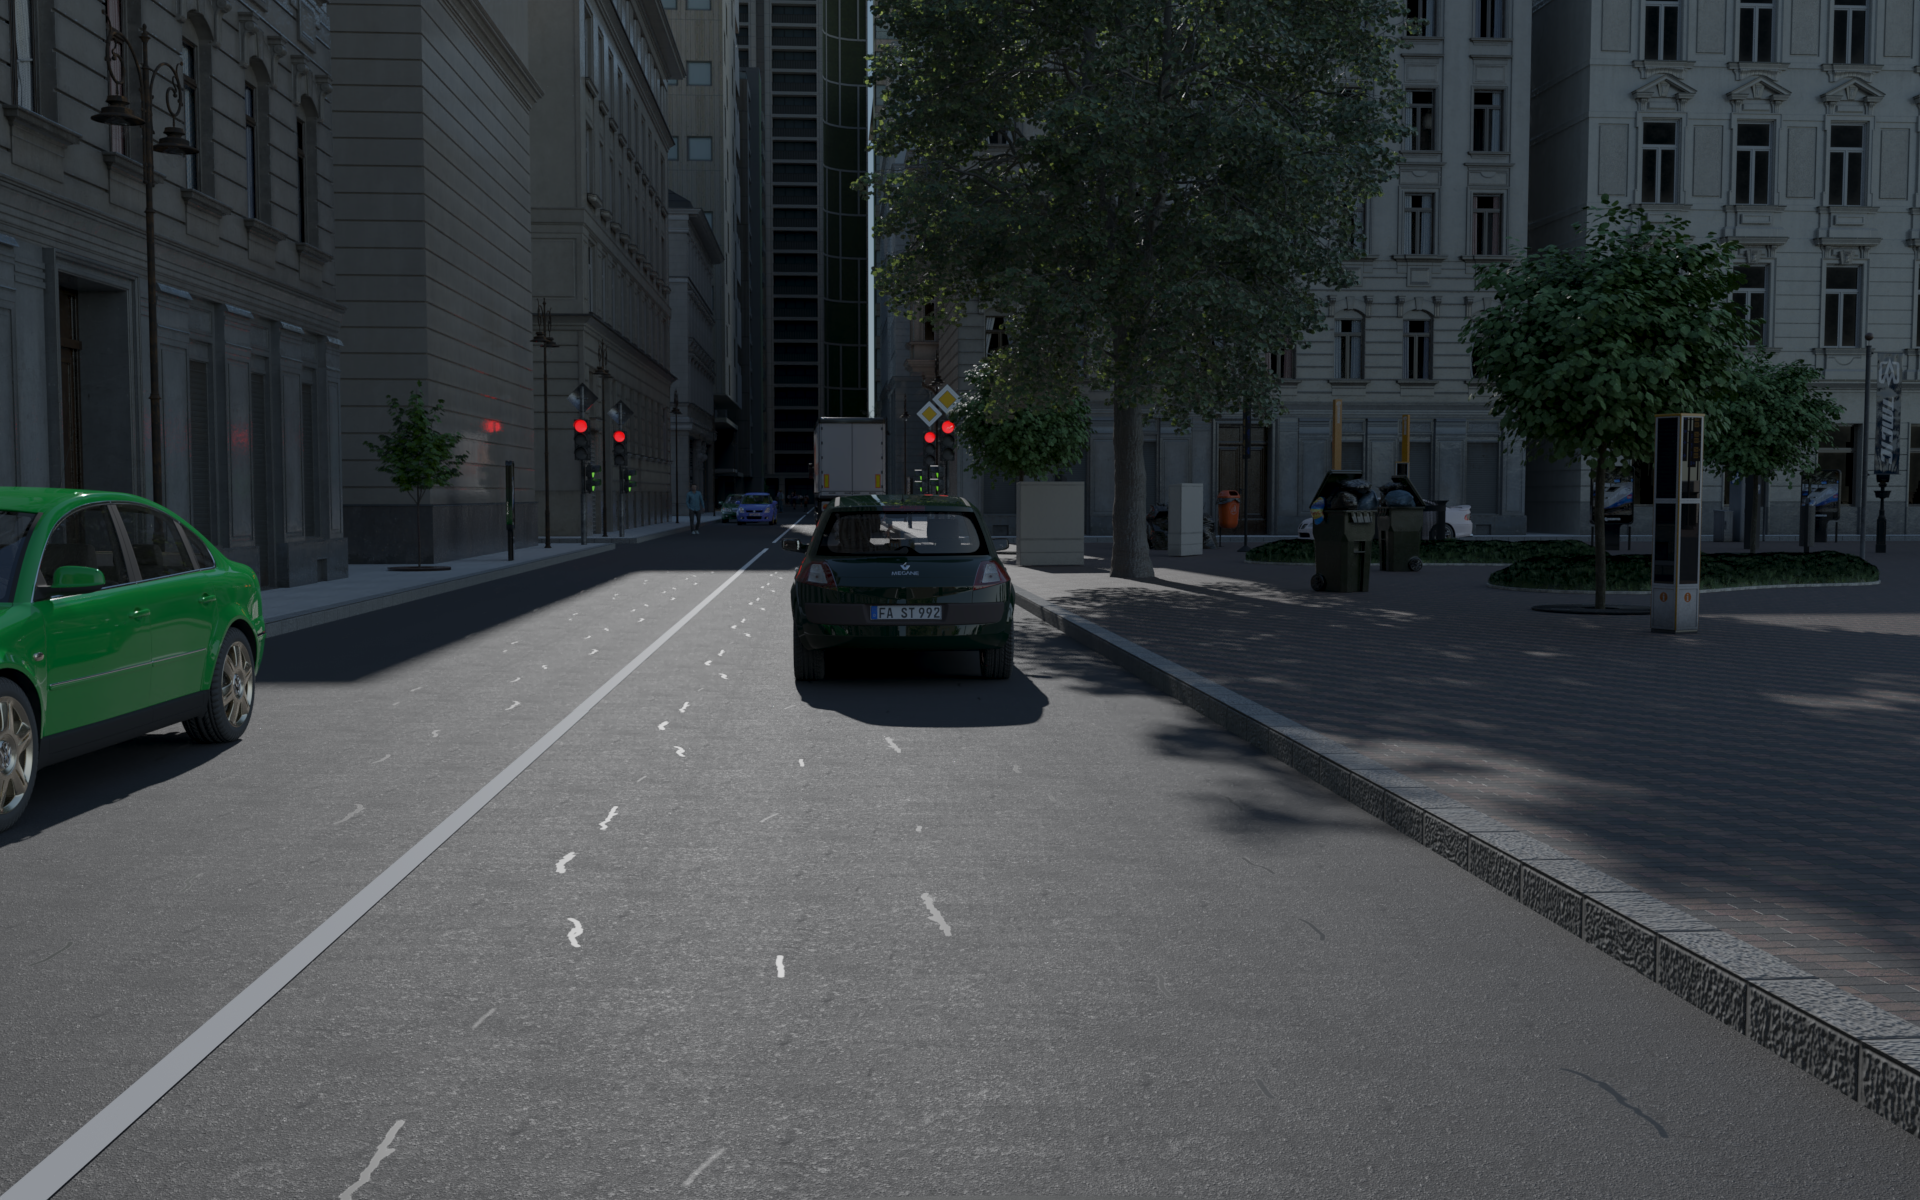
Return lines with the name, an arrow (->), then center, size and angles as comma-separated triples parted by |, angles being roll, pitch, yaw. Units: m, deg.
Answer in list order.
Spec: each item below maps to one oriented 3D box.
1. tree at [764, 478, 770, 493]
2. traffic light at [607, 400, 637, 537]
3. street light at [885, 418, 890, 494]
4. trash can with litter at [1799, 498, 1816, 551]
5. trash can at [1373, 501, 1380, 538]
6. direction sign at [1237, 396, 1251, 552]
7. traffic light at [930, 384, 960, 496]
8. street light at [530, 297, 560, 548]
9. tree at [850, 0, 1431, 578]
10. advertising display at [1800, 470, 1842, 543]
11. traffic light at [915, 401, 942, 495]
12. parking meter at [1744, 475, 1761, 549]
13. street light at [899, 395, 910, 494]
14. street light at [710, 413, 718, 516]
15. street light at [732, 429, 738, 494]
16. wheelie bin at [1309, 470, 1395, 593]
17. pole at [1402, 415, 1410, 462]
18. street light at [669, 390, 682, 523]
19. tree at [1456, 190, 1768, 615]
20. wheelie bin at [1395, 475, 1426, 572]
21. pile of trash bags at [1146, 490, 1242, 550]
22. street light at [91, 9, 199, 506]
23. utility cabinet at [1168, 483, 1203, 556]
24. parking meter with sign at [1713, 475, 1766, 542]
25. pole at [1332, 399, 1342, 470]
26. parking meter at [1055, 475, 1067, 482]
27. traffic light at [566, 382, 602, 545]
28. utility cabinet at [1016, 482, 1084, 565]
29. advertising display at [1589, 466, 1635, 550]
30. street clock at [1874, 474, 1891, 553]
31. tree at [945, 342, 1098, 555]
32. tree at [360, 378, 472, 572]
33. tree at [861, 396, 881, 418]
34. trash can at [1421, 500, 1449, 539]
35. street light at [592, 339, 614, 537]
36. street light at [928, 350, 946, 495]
tree -> -19.567, -10.881, 172.503 | 1.663, 3.219, 1.824 | 0, 3, 0
traffic light -> -10.078, -3.832, 51.581 | 0.839, 4.253, 0.868 | 0, 4, -4
street light -> -4.356, -7.974, 103.166 | 0.468, 5.910, 1.993 | 0, 4, -4
trash can with litter -> 15.527, -1.248, 31.457 | 1.678, 1.210, 2.233 | 2, 4, 29
trash can -> 8.510, -1.515, 36.416 | 0.748, 1.137, 0.748 | 0, 3, 0
direction sign -> 6.348, -2.838, 38.400 | 0.379, 3.537, 0.876 | 0, 4, -1
traffic light -> -0.344, -3.388, 44.319 | 0.839, 4.253, 0.868 | 0, 4, -4
street light -> -9.776, -4.166, 40.907 | 0.468, 5.910, 1.993 | 0, 4, -4
tree -> 2.659, -7.322, 26.378 | 9.857, 13.997, 8.962 | 0, 3, 0
advertising display -> 22.854, -2.495, 46.011 | 0.974, 1.923, 0.123 | 3, 5, 44
traffic light -> -0.943, -3.875, 52.282 | 0.839, 4.253, 0.868 | 0, 4, -4
parking meter -> 18.458, -2.117, 40.329 | 0.255, 1.863, 0.399 | 3, 5, 42
street light -> -2.517, -6.524, 79.462 | 0.468, 5.910, 1.993 | 0, 4, -4
street light -> -14.147, -7.754, 99.572 | 0.468, 5.910, 1.993 | 0, 4, -4
street light -> -16.030, -9.204, 123.273 | 0.468, 5.910, 1.993 | 0, 4, -4
wheelie bin -> 5.077, -0.910, 22.785 | 0.980, 1.594, 0.693 | -2, 4, -35
pole -> 11.455, -3.102, 44.567 | 0.158, 3.312, 0.155 | 0, 3, 0
street light -> -12.410, -6.304, 75.859 | 0.468, 5.910, 1.993 | 0, 4, -4
tree -> 7.112, -2.155, 18.942 | 4.285, 4.588, 4.351 | 0, 3, 0
wheelie bin -> 7.318, -1.279, 28.827 | 0.693, 1.594, 0.980 | 0, 4, -7
pile of trash bags -> 5.367, -1.912, 41.015 | 3.447, 1.369, 1.912 | -3, 4, -38
street light -> -8.014, -2.716, 17.197 | 0.468, 5.910, 1.993 | 0, 4, -4
utility cabinet -> 4.656, -1.660, 35.817 | 0.318, 1.500, 1.173 | 2, 4, 30
parking meter with sign -> 21.009, -3.070, 46.451 | 1.738, 3.016, 0.543 | -2, 4, -25
pole -> 8.119, -2.661, 37.350 | 0.158, 3.312, 0.155 | 0, 3, 0
parking meter -> 3.028, -2.827, 51.932 | 0.255, 1.863, 0.399 | 2, 4, 28
traffic light -> -9.478, -3.345, 43.618 | 0.839, 4.253, 0.868 | 0, 4, -4
utility cabinet -> 1.606, -1.359, 30.895 | 1.173, 1.500, 0.318 | -1, 4, -12
advertising display -> 14.866, -2.097, 39.502 | 0.974, 1.923, 0.123 | 0, 4, 0
street clock -> 20.133, -2.033, 37.815 | 0.358, 2.002, 0.471 | 1, 4, 22
tree -> 1.334, -3.271, 37.195 | 4.285, 4.588, 4.351 | 0, 3, 0
tree -> -9.032, -2.102, 28.966 | 1.663, 3.219, 1.824 | 0, 3, 0
tree -> -5.590, -11.044, 130.936 | 4.360, 8.622, 3.978 | 0, 3, 0
trash can -> 10.853, -1.723, 39.826 | 0.748, 1.137, 0.748 | 0, 3, 0
street light -> -10.651, -4.832, 51.787 | 0.468, 5.910, 1.993 | 0, 4, -4
street light -> -0.744, -5.074, 55.753 | 0.468, 5.910, 1.993 | 0, 4, -4
